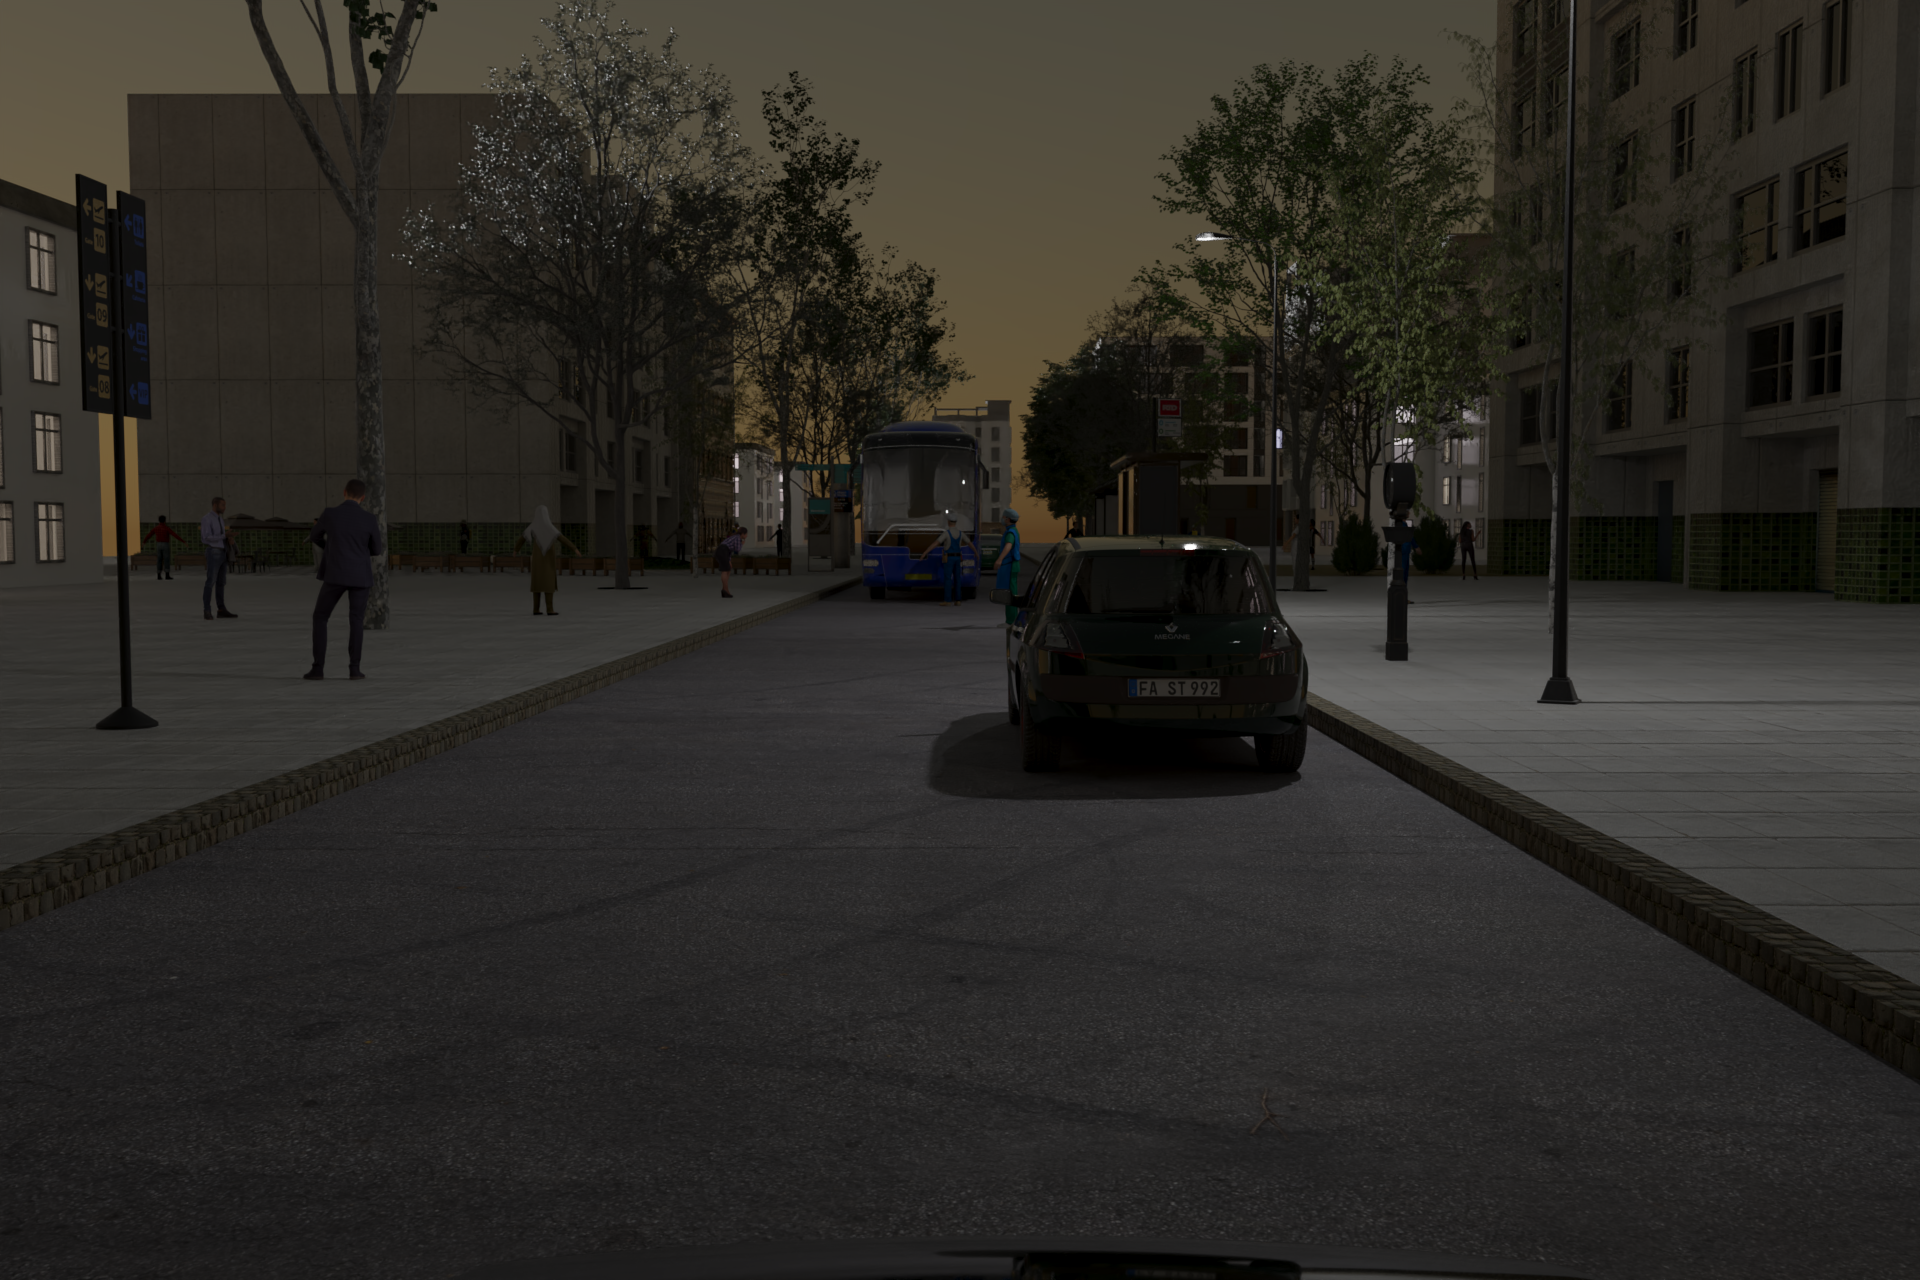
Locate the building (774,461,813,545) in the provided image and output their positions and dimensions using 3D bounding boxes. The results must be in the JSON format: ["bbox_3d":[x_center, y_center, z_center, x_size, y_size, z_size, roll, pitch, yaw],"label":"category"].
[{"bbox_3d":[-22.562,-16.608,213.687,9.099,9.664,28.070,0,3,0],"label":"building"}]

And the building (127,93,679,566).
[{"bbox_3d":[-24.932,-13.405,85.630,16.747,18.905,31.486,0,4,0],"label":"building"}]

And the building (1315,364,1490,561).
[{"bbox_3d":[26.320,-9.266,93.641,9.099,9.664,28.070,0,4,1],"label":"building"}]

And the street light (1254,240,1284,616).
[{"bbox_3d":[5.404,-3.317,26.768,1.470,5.913,1.316,0,4,1],"label":"street light"}]

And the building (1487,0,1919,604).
[{"bbox_3d":[25.228,-10.580,39.439,16.747,18.905,31.486,0,4,0],"label":"building"}]

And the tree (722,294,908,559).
[{"bbox_3d":[-7.166,-10.937,89.184,12.009,13.543,11.850,0,3,0],"label":"tree"}]

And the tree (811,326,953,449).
[{"bbox_3d":[-7.561,-18.496,158.298,12.611,20.169,13.585,0,3,0],"label":"tree"}]

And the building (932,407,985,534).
[{"bbox_3d":[-3.682,-23.779,247.661,11.380,20.090,16.016,-1,4,-8],"label":"building"}]

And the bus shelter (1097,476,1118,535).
[{"bbox_3d":[5.743,-3.875,57.277,2.014,3.302,5.546,0,3,0],"label":"bus shelter"}]

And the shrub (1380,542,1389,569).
[{"bbox_3d":[15.670,-3.149,62.599,1.383,1.207,1.383,0,3,0],"label":"shrub"}]

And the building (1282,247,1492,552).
[{"bbox_3d":[27.981,-16.192,121.152,16.016,20.090,11.380,0,4,1],"label":"building"}]

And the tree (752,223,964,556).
[{"bbox_3d":[-6.084,-15.182,104.117,12.611,20.169,13.585,0,3,0],"label":"tree"}]

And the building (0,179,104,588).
[{"bbox_3d":[-23.523,-5.481,31.754,9.099,9.664,28.070,0,4,1],"label":"building"}]

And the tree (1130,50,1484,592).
[{"bbox_3d":[7.643,-6.887,38.362,9.928,11.665,9.643,0,3,0],"label":"tree"}]

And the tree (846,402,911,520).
[{"bbox_3d":[-6.426,-13.928,145.846,7.486,12.596,7.792,0,3,0],"label":"tree"}]

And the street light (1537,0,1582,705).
[{"bbox_3d":[5.101,-2.474,12.989,1.470,5.913,1.316,0,4,0],"label":"street light"}]

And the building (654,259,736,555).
[{"bbox_3d":[-25.437,-17.356,114.705,19.493,23.208,18.063,0,4,0],"label":"building"}]

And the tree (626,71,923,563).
[{"bbox_3d":[-8.058,-13.315,73.586,12.611,20.169,13.585,0,3,0],"label":"tree"}]

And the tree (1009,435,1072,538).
[{"bbox_3d":[9.634,-14.854,153.229,12.009,13.543,11.850,0,3,0],"label":"tree"}]

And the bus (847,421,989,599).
[{"bbox_3d":[-0.753,-3.040,41.249,2.896,3.916,12.251,0,4,1],"label":"bus"}]

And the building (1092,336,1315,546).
[{"bbox_3d":[28.702,-21.498,195.471,27.936,21.610,32.646,0,4,1],"label":"building"}]

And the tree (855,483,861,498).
[{"bbox_3d":[-6.281,-11.425,137.168,4.737,8.622,4.395,0,3,0],"label":"tree"}]

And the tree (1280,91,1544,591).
[{"bbox_3d":[7.696,-4.849,29.637,4.737,8.622,4.395,0,3,0],"label":"tree"}]

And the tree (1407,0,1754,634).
[{"bbox_3d":[7.442,-4.391,22.147,4.360,8.622,3.978,0,3,0],"label":"tree"}]

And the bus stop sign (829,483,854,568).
[{"bbox_3d":[-4.431,-4.646,64.977,0.837,3.901,0.837,0,4,2],"label":"bus stop sign"}]

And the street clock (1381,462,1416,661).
[{"bbox_3d":[4.434,-0.793,17.528,0.358,2.002,0.471,0,4,0],"label":"street clock"}]

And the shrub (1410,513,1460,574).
[{"bbox_3d":[15.086,-3.109,55.254,1.690,2.028,1.600,0,3,0],"label":"shrub"}]

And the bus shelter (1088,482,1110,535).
[{"bbox_3d":[5.886,-4.229,63.068,2.014,3.302,5.546,0,4,0],"label":"bus shelter"}]

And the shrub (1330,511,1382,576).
[{"bbox_3d":[12.211,-2.999,53.454,1.690,2.028,1.600,0,3,0],"label":"shrub"}]

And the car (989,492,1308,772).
[{"bbox_3d":[1.213,-0.125,11.834,2.009,1.686,4.222,0,3,0],"label":"car"}]

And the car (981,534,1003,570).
[{"bbox_3d":[0.920,-3.025,61.249,2.131,1.459,4.920,0,4,0],"label":"car"}]

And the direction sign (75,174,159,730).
[{"bbox_3d":[-5.537,-1.187,11.409,0.379,3.537,0.876,0,3,0],"label":"direction sign"}]

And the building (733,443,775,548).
[{"bbox_3d":[-22.962,-14.125,173.092,9.099,9.664,28.070,0,4,1],"label":"building"}]

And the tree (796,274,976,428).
[{"bbox_3d":[-4.618,-16.445,124.766,12.611,20.169,13.585,0,3,0],"label":"tree"}]

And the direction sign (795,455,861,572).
[{"bbox_3d":[-4.323,-4.324,59.461,2.525,3.948,1.411,0,4,1],"label":"direction sign"}]

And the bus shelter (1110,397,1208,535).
[{"bbox_3d":[5.417,-4.347,48.706,2.179,5.291,8.768,0,4,1],"label":"bus shelter"}]

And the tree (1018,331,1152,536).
[{"bbox_3d":[8.161,-12.461,110.396,9.857,13.997,8.962,0,3,0],"label":"tree"}]
